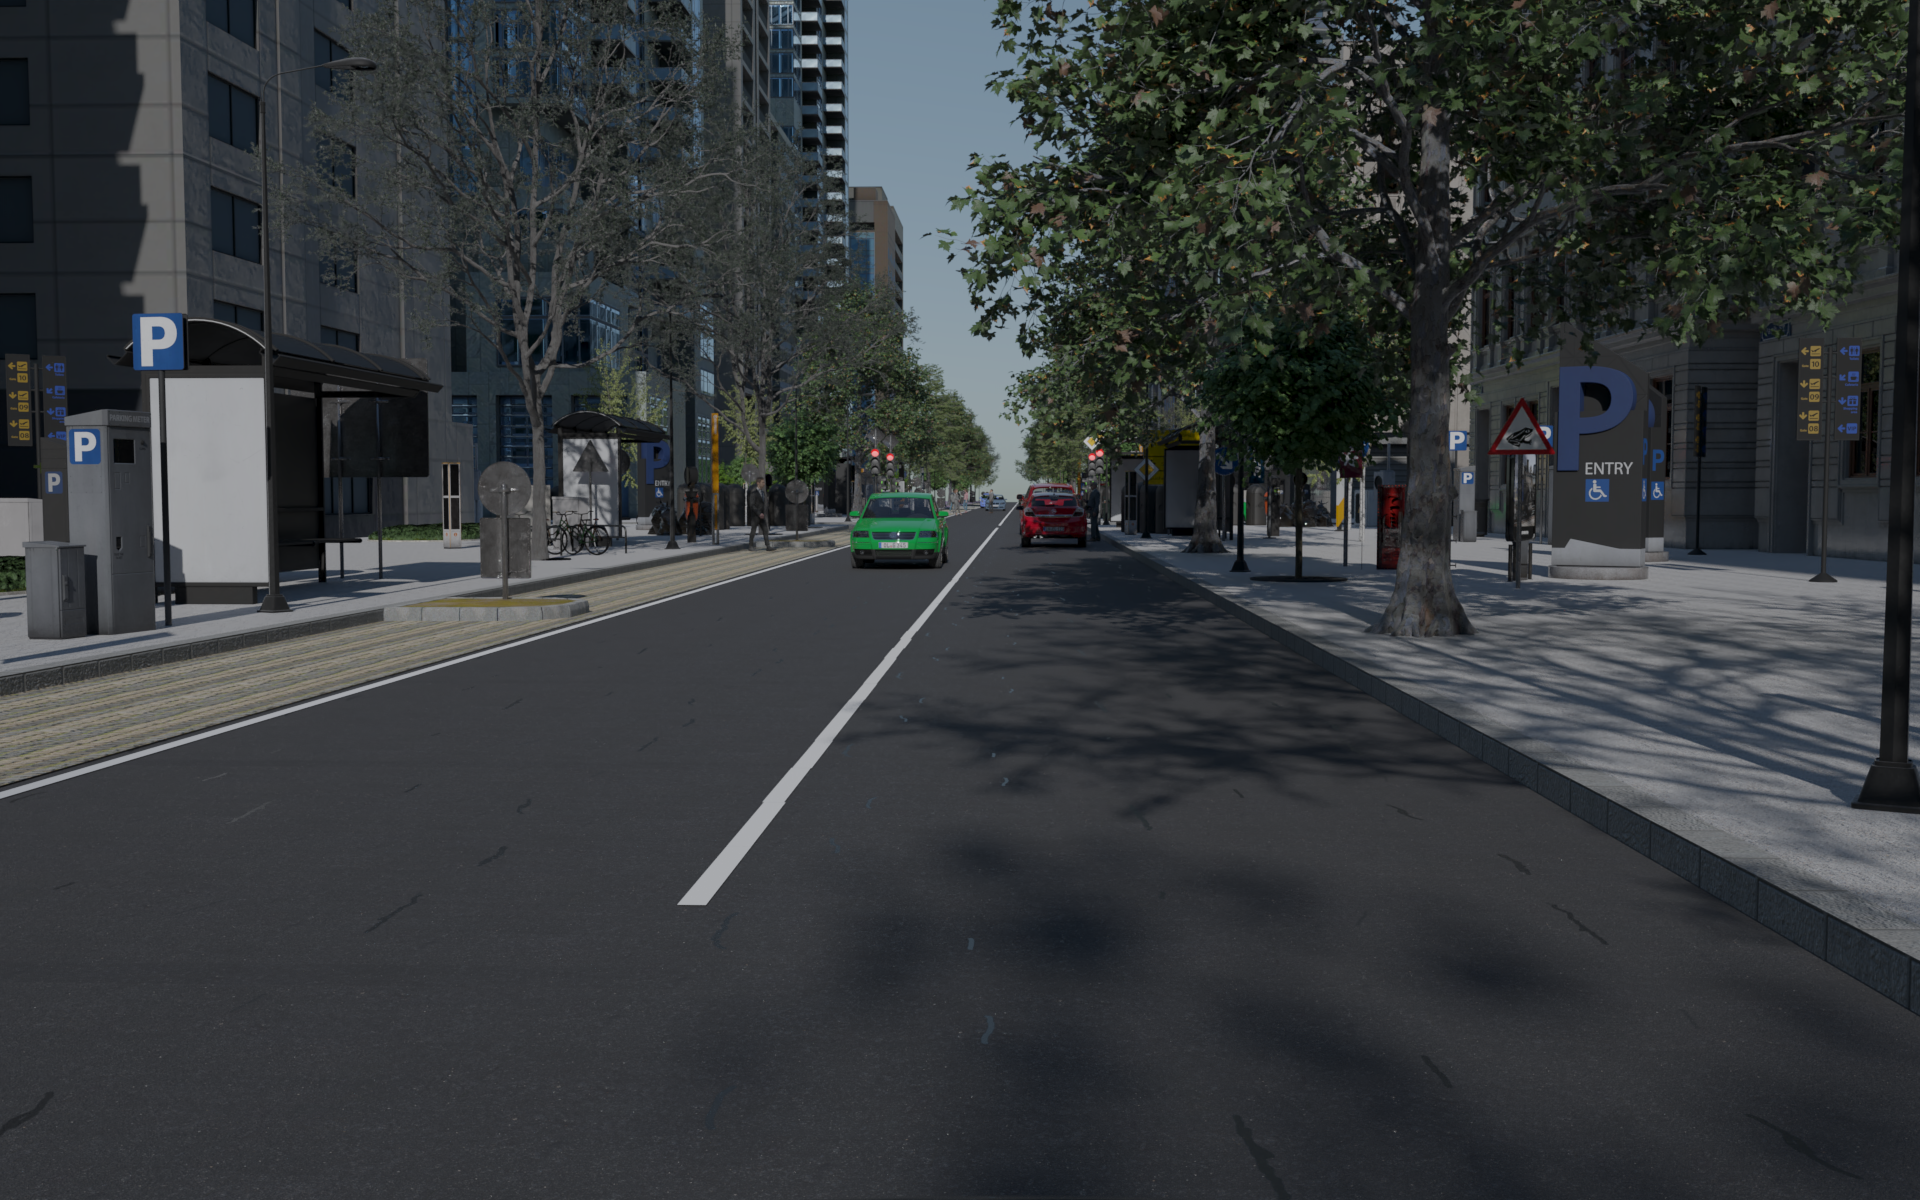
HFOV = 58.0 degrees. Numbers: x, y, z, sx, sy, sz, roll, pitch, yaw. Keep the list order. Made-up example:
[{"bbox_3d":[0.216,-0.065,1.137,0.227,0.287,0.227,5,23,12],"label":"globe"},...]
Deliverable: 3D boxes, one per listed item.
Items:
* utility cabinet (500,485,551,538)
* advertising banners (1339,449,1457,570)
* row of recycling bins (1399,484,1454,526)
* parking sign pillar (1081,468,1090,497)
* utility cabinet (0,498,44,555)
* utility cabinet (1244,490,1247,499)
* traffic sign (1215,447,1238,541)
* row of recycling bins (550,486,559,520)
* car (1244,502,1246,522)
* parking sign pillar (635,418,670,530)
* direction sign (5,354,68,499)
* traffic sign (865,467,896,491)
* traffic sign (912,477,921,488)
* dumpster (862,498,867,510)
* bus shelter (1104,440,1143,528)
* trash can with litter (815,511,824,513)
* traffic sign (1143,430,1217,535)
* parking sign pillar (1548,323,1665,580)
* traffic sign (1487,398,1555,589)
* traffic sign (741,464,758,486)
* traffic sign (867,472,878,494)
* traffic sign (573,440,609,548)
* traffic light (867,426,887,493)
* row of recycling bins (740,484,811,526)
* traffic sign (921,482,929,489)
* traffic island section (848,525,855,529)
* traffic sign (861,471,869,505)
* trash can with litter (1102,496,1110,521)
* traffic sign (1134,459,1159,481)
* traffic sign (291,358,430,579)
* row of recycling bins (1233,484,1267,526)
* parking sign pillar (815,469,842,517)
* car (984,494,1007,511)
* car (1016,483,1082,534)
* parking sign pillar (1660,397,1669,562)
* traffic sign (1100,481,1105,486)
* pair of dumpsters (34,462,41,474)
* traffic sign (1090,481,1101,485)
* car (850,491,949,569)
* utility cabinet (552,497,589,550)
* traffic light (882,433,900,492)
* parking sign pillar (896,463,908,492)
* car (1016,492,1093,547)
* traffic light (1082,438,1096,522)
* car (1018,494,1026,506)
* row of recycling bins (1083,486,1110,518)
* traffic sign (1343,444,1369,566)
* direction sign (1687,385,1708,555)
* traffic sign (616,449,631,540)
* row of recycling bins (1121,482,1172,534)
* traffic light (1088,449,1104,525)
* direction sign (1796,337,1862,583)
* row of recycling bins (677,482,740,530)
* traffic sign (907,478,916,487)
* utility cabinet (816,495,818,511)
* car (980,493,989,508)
[{"bbox_3d":[-10.694,-2.075,42.605,1.173,1.500,0.318,-2,4,-33],"label":"utility cabinet"},{"bbox_3d":[7.340,-2.024,29.287,2.074,3.025,0.090,1,4,9],"label":"advertising banners"},{"bbox_3d":[19.110,-3.817,69.516,3.534,1.692,1.069,2,4,24],"label":"row of recycling bins"},{"bbox_3d":[10.032,-8.976,135.229,1.447,3.967,1.447,-3,5,-39],"label":"parking sign pillar"},{"bbox_3d":[-14.372,-0.939,26.515,1.020,1.237,0.306,2,4,34],"label":"utility cabinet"},{"bbox_3d":[17.465,-5.801,103.523,1.173,1.500,0.318,1,4,22],"label":"utility cabinet"},{"bbox_3d":[7.173,-2.871,47.055,0.768,2.556,0.104,0,4,4],"label":"traffic sign"},{"bbox_3d":[-20.955,-4.748,84.734,3.534,1.692,1.069,-2,4,-35],"label":"row of recycling bins"},{"bbox_3d":[10.765,-4.145,76.570,4.718,1.807,1.959,0,4,0],"label":"car"},{"bbox_3d":[-10.892,-4.493,61.938,1.447,3.967,1.447,3,5,42],"label":"parking sign pillar"},{"bbox_3d":[-15.032,-2.219,28.276,0.876,3.537,0.379,-3,4,-36],"label":"direction sign"},{"bbox_3d":[-5.681,-7.953,123.911,2.265,3.308,0.079,1,4,11],"label":"traffic sign"},{"bbox_3d":[-3.267,-7.905,129.349,0.768,2.556,0.104,0,4,7],"label":"traffic sign"},{"bbox_3d":[-6.471,-7.318,125.408,1.264,1.857,1.865,0,4,2],"label":"dumpster"},{"bbox_3d":[6.408,-4.264,63.643,2.014,3.302,5.546,0,4,2],"label":"bus shelter"},{"bbox_3d":[-10.395,-6.691,120.463,1.678,1.210,2.233,-3,5,-42],"label":"trash can with litter"},{"bbox_3d":[6.824,-3.669,53.853,2.265,3.308,0.079,0,4,6],"label":"traffic sign"},{"bbox_3d":[9.754,-2.318,26.373,1.447,3.967,1.447,2,4,32],"label":"parking sign pillar"},{"bbox_3d":[7.577,-1.434,23.442,0.884,2.594,0.081,0,4,7],"label":"traffic sign"},{"bbox_3d":[-8.836,-4.446,72.802,0.768,2.556,0.104,1,4,9],"label":"traffic sign"},{"bbox_3d":[-4.850,-5.941,97.235,0.768,2.556,0.104,0,4,5],"label":"traffic sign"},{"bbox_3d":[-8.854,-2.538,41.506,0.884,2.594,0.081,0,4,5],"label":"traffic sign"},{"bbox_3d":[-3.475,-5.071,71.825,0.839,4.253,0.868,0,4,2],"label":"traffic light"},{"bbox_3d":[-7.708,-3.812,69.435,3.534,1.692,1.069,-1,4,-23],"label":"row of recycling bins"},{"bbox_3d":[-2.857,-8.540,141.759,0.606,2.300,0.079,1,4,8],"label":"traffic sign"},{"bbox_3d":[-3.515,-3.039,71.962,2.009,0.180,2.903,0,4,2],"label":"traffic island section"},{"bbox_3d":[-5.340,-5.969,97.695,0.768,2.556,0.104,0,4,5],"label":"traffic sign"},{"bbox_3d":[7.233,-4.315,81.935,1.055,1.170,0.624,1,4,14],"label":"trash can with litter"},{"bbox_3d":[5.777,-3.212,53.709,0.795,2.450,0.064,0,4,3],"label":"traffic sign"},{"bbox_3d":[-9.073,-1.975,26.162,2.265,3.308,0.079,1,4,12],"label":"traffic sign"},{"bbox_3d":[10.756,-3.896,70.814,3.534,1.692,1.069,1,4,10],"label":"row of recycling bins"},{"bbox_3d":[-7.311,-6.631,96.895,1.447,3.967,1.447,-1,4,-16],"label":"parking sign pillar"},{"bbox_3d":[3.041,-8.321,148.053,2.014,1.417,4.499,0,4,2],"label":"car"},{"bbox_3d":[3.114,-3.145,60.092,2.281,1.827,5.304,0,4,0],"label":"car"},{"bbox_3d":[12.857,-2.736,33.205,1.447,3.967,1.447,-2,4,-28],"label":"parking sign pillar"},{"bbox_3d":[8.410,-6.256,102.387,0.768,2.556,0.104,1,4,8],"label":"traffic sign"},{"bbox_3d":[-10.614,-1.278,23.385,1.574,2.255,4.437,0,4,2],"label":"pair of dumpsters"},{"bbox_3d":[7.870,-6.231,101.879,0.884,2.594,0.081,0,4,5],"label":"traffic sign"},{"bbox_3d":[-1.180,-1.587,34.740,1.959,1.807,4.718,0,4,2],"label":"car"},{"bbox_3d":[-8.965,-1.758,39.909,1.020,1.237,0.306,3,5,41],"label":"utility cabinet"},{"bbox_3d":[-3.176,-5.559,79.805,0.839,4.253,0.868,0,4,2],"label":"traffic light"},{"bbox_3d":[-4.661,-8.830,132.845,1.447,3.967,1.447,-1,4,-22],"label":"parking sign pillar"},{"bbox_3d":[2.615,-2.387,48.072,2.155,1.783,4.494,0,4,3],"label":"car"},{"bbox_3d":[6.030,-5.539,79.477,0.839,4.253,0.868,0,4,2],"label":"traffic light"},{"bbox_3d":[7.448,-11.306,194.636,2.009,1.686,4.222,0,4,3],"label":"car"},{"bbox_3d":[7.814,-5.212,92.329,1.069,1.692,3.534,-2,4,-35],"label":"row of recycling bins"},{"bbox_3d":[6.839,-1.868,30.654,0.768,2.556,0.104,0,4,7],"label":"traffic sign"},{"bbox_3d":[15.566,-2.720,36.470,0.379,3.537,0.876,3,4,37],"label":"direction sign"},{"bbox_3d":[-9.504,-2.928,47.982,0.768,2.556,0.104,0,4,6],"label":"traffic sign"},{"bbox_3d":[6.264,-3.053,57.037,1.069,1.692,3.534,-1,4,-18],"label":"row of recycling bins"},{"bbox_3d":[5.730,-5.051,71.497,0.839,4.253,0.868,0,4,2],"label":"traffic light"},{"bbox_3d":[12.595,-2.029,25.165,0.876,3.537,0.379,0,4,4],"label":"direction sign"},{"bbox_3d":[-9.021,-3.316,61.329,1.069,1.692,3.534,1,4,14],"label":"row of recycling bins"},{"bbox_3d":[-3.689,-7.736,126.492,0.884,2.594,0.081,0,4,6],"label":"traffic sign"},{"bbox_3d":[-10.612,-7.101,127.261,0.306,1.237,1.020,0,4,-2],"label":"utility cabinet"},{"bbox_3d":[2.979,-10.226,176.787,1.945,1.707,3.694,0,4,4],"label":"car"}]
